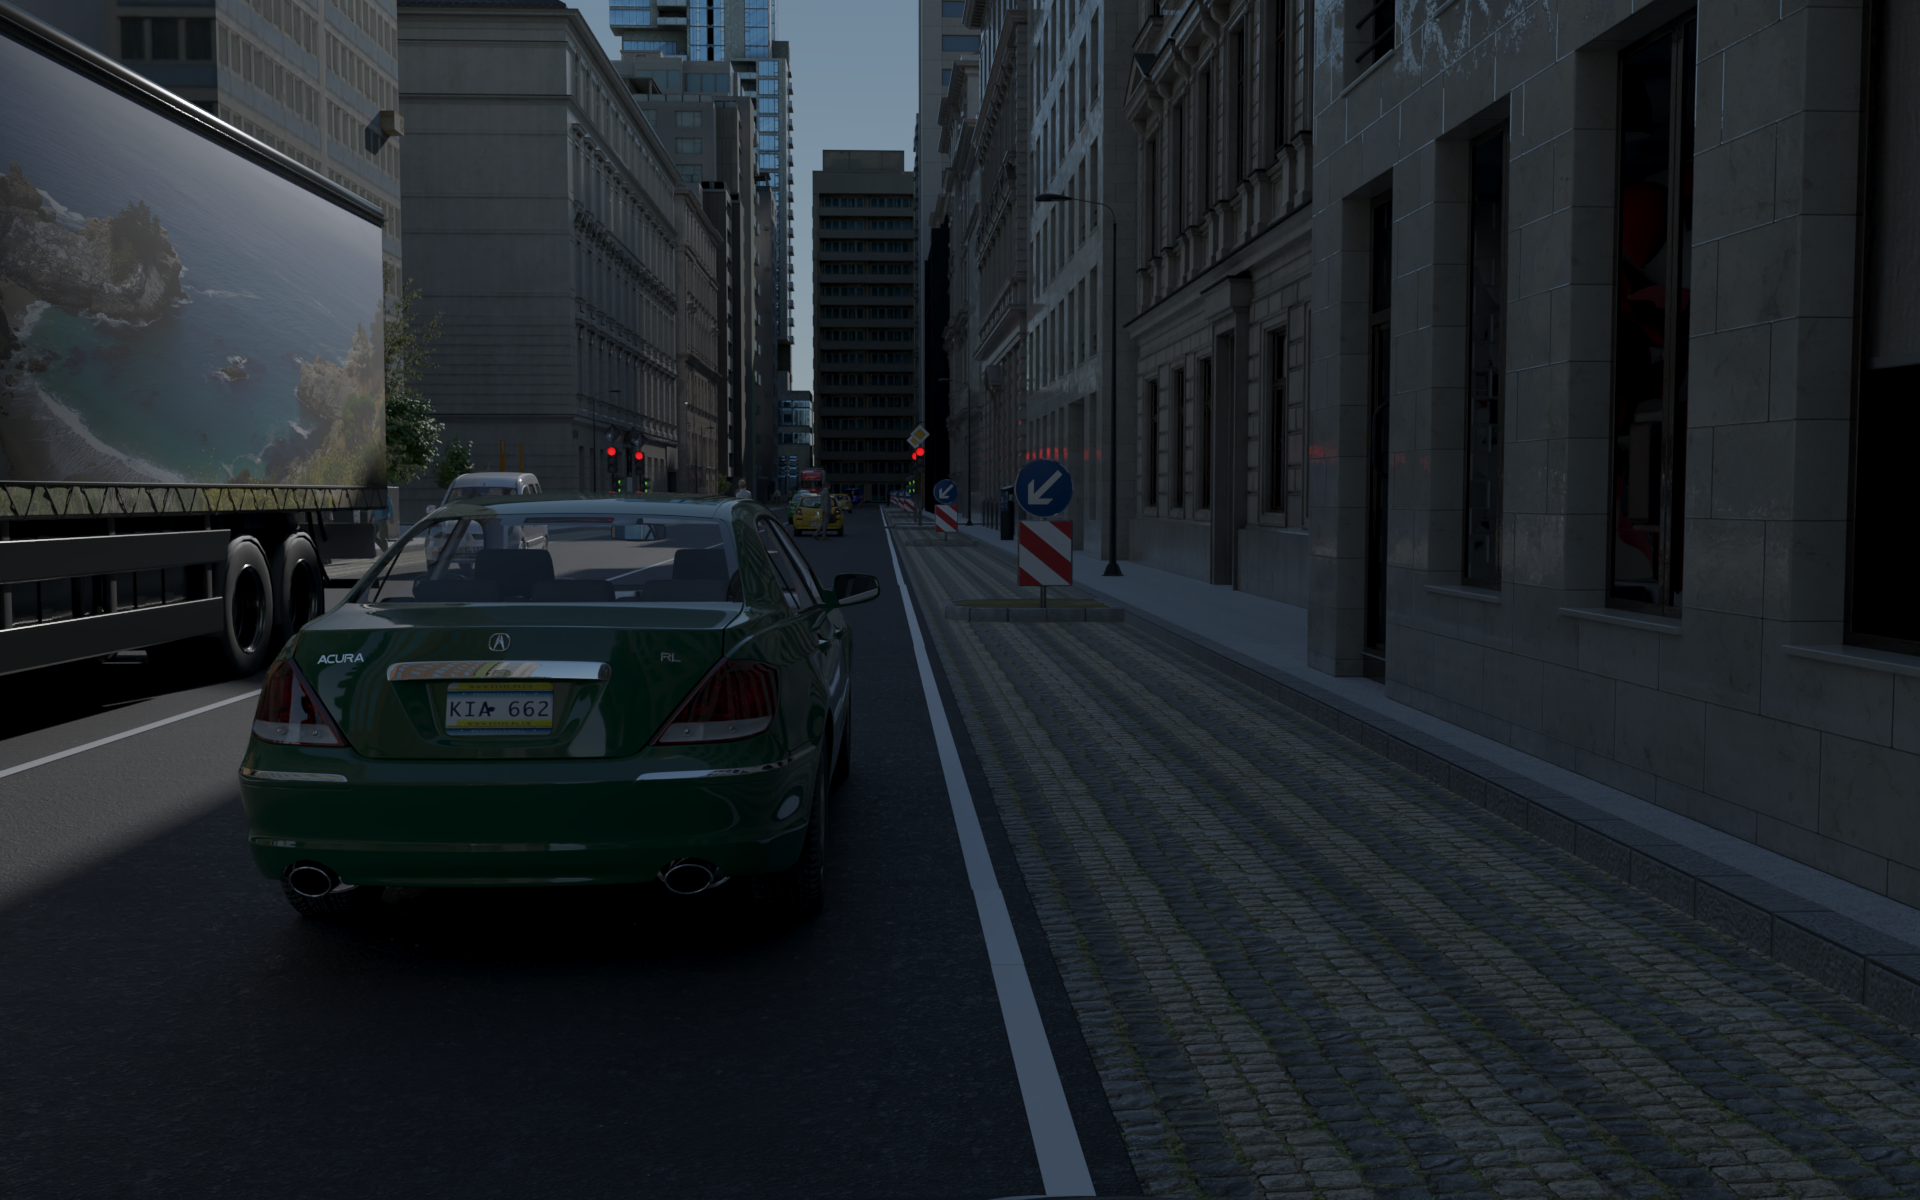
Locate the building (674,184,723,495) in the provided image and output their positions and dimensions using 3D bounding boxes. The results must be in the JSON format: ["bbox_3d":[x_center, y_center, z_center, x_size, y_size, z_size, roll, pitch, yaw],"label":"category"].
[{"bbox_3d":[-25.411,-20.531,132.937,12.463,27.353,25.104,0,4,-3],"label":"building"}]

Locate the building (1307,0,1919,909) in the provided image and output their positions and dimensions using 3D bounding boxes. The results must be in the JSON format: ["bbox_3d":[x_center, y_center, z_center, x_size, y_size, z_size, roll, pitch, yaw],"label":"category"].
[{"bbox_3d":[8.173,-9.138,4.164,10.420,20.320,16.860,0,4,-3],"label":"building"}]

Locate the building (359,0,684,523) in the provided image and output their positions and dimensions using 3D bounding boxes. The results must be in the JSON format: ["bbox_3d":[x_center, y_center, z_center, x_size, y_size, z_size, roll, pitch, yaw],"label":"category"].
[{"bbox_3d":[-26.243,-19.652,97.728,17.030,29.872,44.131,0,4,-3],"label":"building"}]

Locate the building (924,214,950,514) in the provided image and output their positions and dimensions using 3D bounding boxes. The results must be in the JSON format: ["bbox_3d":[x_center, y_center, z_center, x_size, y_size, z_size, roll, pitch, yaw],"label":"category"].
[{"bbox_3d":[3.892,-17.829,121.190,12.332,23.373,15.834,0,4,-3],"label":"building"}]

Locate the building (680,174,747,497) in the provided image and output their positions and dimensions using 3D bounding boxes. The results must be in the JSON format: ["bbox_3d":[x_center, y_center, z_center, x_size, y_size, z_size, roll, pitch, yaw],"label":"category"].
[{"bbox_3d":[-27.289,-23.682,158.904,14.160,30.474,14.107,0,4,-3],"label":"building"}]

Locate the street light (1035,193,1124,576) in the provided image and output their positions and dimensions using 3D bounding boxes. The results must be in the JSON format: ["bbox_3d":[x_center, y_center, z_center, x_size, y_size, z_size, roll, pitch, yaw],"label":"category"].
[{"bbox_3d":[1.854,-3.327,26.945,1.470,5.913,1.316,0,4,-3],"label":"street light"}]

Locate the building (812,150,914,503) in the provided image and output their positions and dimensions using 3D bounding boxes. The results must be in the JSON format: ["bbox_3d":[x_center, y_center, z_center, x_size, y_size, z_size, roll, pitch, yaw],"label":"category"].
[{"bbox_3d":[-10.007,-38.105,246.717,21.600,48.544,21.300,0,4,-3],"label":"building"}]

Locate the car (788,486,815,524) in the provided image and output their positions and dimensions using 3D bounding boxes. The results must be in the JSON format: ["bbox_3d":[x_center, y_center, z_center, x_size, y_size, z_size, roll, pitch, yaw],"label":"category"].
[{"bbox_3d":[-7.419,-4.635,84.582,1.959,1.807,4.718,0,4,-2],"label":"car"}]

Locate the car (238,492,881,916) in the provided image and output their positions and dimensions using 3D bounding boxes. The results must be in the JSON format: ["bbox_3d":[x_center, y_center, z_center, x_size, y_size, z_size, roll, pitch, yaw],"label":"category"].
[{"bbox_3d":[-1.410,0.272,7.344,2.131,1.459,4.920,0,4,-2],"label":"car"}]

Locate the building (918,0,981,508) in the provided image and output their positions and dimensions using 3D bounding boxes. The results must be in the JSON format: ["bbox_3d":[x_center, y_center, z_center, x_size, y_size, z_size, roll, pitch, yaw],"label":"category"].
[{"bbox_3d":[6.441,-38.395,169.760,21.231,58.520,28.212,0,4,-3],"label":"building"}]

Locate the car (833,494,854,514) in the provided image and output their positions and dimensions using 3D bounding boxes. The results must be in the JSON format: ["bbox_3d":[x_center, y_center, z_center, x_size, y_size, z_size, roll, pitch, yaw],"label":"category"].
[{"bbox_3d":[-8.901,-7.255,128.836,2.015,1.641,3.980,0,4,-1],"label":"car"}]

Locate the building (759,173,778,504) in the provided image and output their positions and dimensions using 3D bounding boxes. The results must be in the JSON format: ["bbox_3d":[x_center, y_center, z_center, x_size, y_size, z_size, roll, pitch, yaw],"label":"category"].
[{"bbox_3d":[-30.481,-32.884,221.242,14.086,41.232,14.154,0,4,-3],"label":"building"}]

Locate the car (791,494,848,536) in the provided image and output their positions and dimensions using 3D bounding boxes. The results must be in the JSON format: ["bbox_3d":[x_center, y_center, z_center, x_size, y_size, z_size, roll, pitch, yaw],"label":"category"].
[{"bbox_3d":[-4.879,-3.045,60.005,2.015,1.641,3.980,0,4,-3],"label":"car"}]

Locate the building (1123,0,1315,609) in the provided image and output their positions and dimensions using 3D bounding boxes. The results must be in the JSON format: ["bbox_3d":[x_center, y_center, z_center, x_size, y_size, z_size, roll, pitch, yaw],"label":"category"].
[{"bbox_3d":[8.343,-9.715,23.460,10.561,19.102,19.286,0,4,-3],"label":"building"}]

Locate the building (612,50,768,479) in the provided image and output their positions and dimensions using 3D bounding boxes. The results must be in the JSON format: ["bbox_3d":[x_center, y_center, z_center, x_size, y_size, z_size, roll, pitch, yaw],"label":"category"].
[{"bbox_3d":[-34.145,-35.157,194.418,23.786,49.044,30.456,0,4,-3],"label":"building"}]

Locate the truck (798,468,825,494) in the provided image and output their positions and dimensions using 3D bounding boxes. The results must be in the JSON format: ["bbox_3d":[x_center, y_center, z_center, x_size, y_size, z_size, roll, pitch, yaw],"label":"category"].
[{"bbox_3d":[-15.942,-12.162,187.754,2.839,4.237,11.283,0,4,-3],"label":"truck"}]

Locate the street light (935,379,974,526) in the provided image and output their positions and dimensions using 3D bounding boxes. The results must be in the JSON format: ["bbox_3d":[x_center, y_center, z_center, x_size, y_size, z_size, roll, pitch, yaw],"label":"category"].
[{"bbox_3d":[-0.155,-5.951,69.834,1.470,5.913,1.316,0,4,-3],"label":"street light"}]

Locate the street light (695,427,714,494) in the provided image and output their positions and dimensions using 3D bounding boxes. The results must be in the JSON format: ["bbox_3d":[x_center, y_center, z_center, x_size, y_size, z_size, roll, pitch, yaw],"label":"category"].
[{"bbox_3d":[-17.746,-9.022,120.049,1.470,5.913,1.316,0,4,-3],"label":"street light"}]

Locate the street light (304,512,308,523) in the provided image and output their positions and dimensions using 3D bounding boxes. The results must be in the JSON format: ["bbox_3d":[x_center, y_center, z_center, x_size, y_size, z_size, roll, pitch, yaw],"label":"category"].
[{"bbox_3d":[-13.844,-4.005,38.017,1.470,5.913,1.316,0,4,-3],"label":"street light"}]

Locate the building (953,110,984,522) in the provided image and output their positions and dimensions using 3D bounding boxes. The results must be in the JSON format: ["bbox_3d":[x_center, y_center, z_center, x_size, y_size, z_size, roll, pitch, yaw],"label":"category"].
[{"bbox_3d":[10.459,-15.181,84.374,21.152,22.565,11.583,0,4,-3],"label":"building"}]

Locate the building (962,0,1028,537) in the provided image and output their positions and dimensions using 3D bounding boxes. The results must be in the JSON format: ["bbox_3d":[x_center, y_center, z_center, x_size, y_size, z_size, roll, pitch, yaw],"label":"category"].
[{"bbox_3d":[6.063,-14.139,60.058,11.050,23.489,19.941,0,4,-3],"label":"building"}]

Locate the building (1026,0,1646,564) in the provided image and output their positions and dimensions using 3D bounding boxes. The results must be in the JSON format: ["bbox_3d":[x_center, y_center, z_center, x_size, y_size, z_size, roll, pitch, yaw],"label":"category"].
[{"bbox_3d":[7.506,-11.418,41.443,10.420,20.320,16.860,0,4,-3],"label":"building"}]

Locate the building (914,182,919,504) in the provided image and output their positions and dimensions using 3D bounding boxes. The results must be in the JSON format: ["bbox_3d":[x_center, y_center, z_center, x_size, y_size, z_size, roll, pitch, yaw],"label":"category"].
[{"bbox_3d":[1.091,-32.935,222.089,14.154,41.232,14.086,0,4,-3],"label":"building"}]

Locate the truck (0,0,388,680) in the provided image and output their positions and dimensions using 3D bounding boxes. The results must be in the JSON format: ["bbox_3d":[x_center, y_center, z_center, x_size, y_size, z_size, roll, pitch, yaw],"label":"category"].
[{"bbox_3d":[-6.622,-1.370,11.316,2.839,4.237,11.283,0,4,-2],"label":"truck"}]

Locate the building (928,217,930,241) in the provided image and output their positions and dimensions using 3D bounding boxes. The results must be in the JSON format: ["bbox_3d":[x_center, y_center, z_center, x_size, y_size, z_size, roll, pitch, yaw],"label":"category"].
[{"bbox_3d":[4.706,-21.623,140.920,14.401,28.519,23.554,0,4,-3],"label":"building"}]

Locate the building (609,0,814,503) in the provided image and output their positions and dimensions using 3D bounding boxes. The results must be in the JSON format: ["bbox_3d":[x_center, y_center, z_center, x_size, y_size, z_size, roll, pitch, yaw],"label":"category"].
[{"bbox_3d":[-36.572,-57.000,244.613,31.000,86.520,22.319,0,4,-3],"label":"building"}]

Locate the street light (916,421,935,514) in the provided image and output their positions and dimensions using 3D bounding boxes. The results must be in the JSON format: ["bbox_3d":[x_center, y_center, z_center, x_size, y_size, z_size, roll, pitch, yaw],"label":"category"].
[{"bbox_3d":[-2.129,-8.427,110.320,1.470,5.913,1.316,0,4,-3],"label":"street light"}]

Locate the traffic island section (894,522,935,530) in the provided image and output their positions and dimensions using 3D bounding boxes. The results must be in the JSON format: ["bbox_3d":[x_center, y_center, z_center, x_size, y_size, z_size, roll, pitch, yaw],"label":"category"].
[{"bbox_3d":[-1.592,-2.923,70.074,2.009,0.180,2.903,0,4,-3],"label":"traffic island section"}]

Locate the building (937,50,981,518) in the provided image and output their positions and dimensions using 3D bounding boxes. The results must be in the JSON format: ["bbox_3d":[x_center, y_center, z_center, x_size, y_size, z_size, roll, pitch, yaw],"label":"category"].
[{"bbox_3d":[5.978,-19.209,101.452,14.401,28.519,23.554,0,4,-3],"label":"building"}]

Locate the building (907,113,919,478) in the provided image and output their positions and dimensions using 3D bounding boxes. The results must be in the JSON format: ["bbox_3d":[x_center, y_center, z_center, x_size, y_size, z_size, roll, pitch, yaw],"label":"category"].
[{"bbox_3d":[5.900,-35.462,199.404,23.786,49.044,30.456,0,4,-3],"label":"building"}]

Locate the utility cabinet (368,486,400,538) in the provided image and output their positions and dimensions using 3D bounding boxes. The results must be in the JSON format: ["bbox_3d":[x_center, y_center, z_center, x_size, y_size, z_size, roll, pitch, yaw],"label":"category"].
[{"bbox_3d":[-16.499,-2.503,49.605,0.318,1.500,1.173,1,4,13],"label":"utility cabinet"}]

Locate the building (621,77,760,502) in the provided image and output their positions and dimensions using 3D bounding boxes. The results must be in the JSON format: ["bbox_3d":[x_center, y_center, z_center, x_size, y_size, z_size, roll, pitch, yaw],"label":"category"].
[{"bbox_3d":[-27.952,-29.910,172.631,14.154,41.232,14.086,0,4,-3],"label":"building"}]

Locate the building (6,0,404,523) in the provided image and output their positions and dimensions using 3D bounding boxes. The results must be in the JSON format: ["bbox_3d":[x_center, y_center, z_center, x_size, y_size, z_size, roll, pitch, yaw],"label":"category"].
[{"bbox_3d":[-30.356,-22.007,51.704,23.993,40.220,32.217,0,4,-3],"label":"building"}]

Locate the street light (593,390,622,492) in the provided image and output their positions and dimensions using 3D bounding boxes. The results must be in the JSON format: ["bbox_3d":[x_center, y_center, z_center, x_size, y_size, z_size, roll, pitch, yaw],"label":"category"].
[{"bbox_3d":[-15.740,-6.398,77.154,1.470,5.913,1.316,0,4,-3],"label":"street light"}]
